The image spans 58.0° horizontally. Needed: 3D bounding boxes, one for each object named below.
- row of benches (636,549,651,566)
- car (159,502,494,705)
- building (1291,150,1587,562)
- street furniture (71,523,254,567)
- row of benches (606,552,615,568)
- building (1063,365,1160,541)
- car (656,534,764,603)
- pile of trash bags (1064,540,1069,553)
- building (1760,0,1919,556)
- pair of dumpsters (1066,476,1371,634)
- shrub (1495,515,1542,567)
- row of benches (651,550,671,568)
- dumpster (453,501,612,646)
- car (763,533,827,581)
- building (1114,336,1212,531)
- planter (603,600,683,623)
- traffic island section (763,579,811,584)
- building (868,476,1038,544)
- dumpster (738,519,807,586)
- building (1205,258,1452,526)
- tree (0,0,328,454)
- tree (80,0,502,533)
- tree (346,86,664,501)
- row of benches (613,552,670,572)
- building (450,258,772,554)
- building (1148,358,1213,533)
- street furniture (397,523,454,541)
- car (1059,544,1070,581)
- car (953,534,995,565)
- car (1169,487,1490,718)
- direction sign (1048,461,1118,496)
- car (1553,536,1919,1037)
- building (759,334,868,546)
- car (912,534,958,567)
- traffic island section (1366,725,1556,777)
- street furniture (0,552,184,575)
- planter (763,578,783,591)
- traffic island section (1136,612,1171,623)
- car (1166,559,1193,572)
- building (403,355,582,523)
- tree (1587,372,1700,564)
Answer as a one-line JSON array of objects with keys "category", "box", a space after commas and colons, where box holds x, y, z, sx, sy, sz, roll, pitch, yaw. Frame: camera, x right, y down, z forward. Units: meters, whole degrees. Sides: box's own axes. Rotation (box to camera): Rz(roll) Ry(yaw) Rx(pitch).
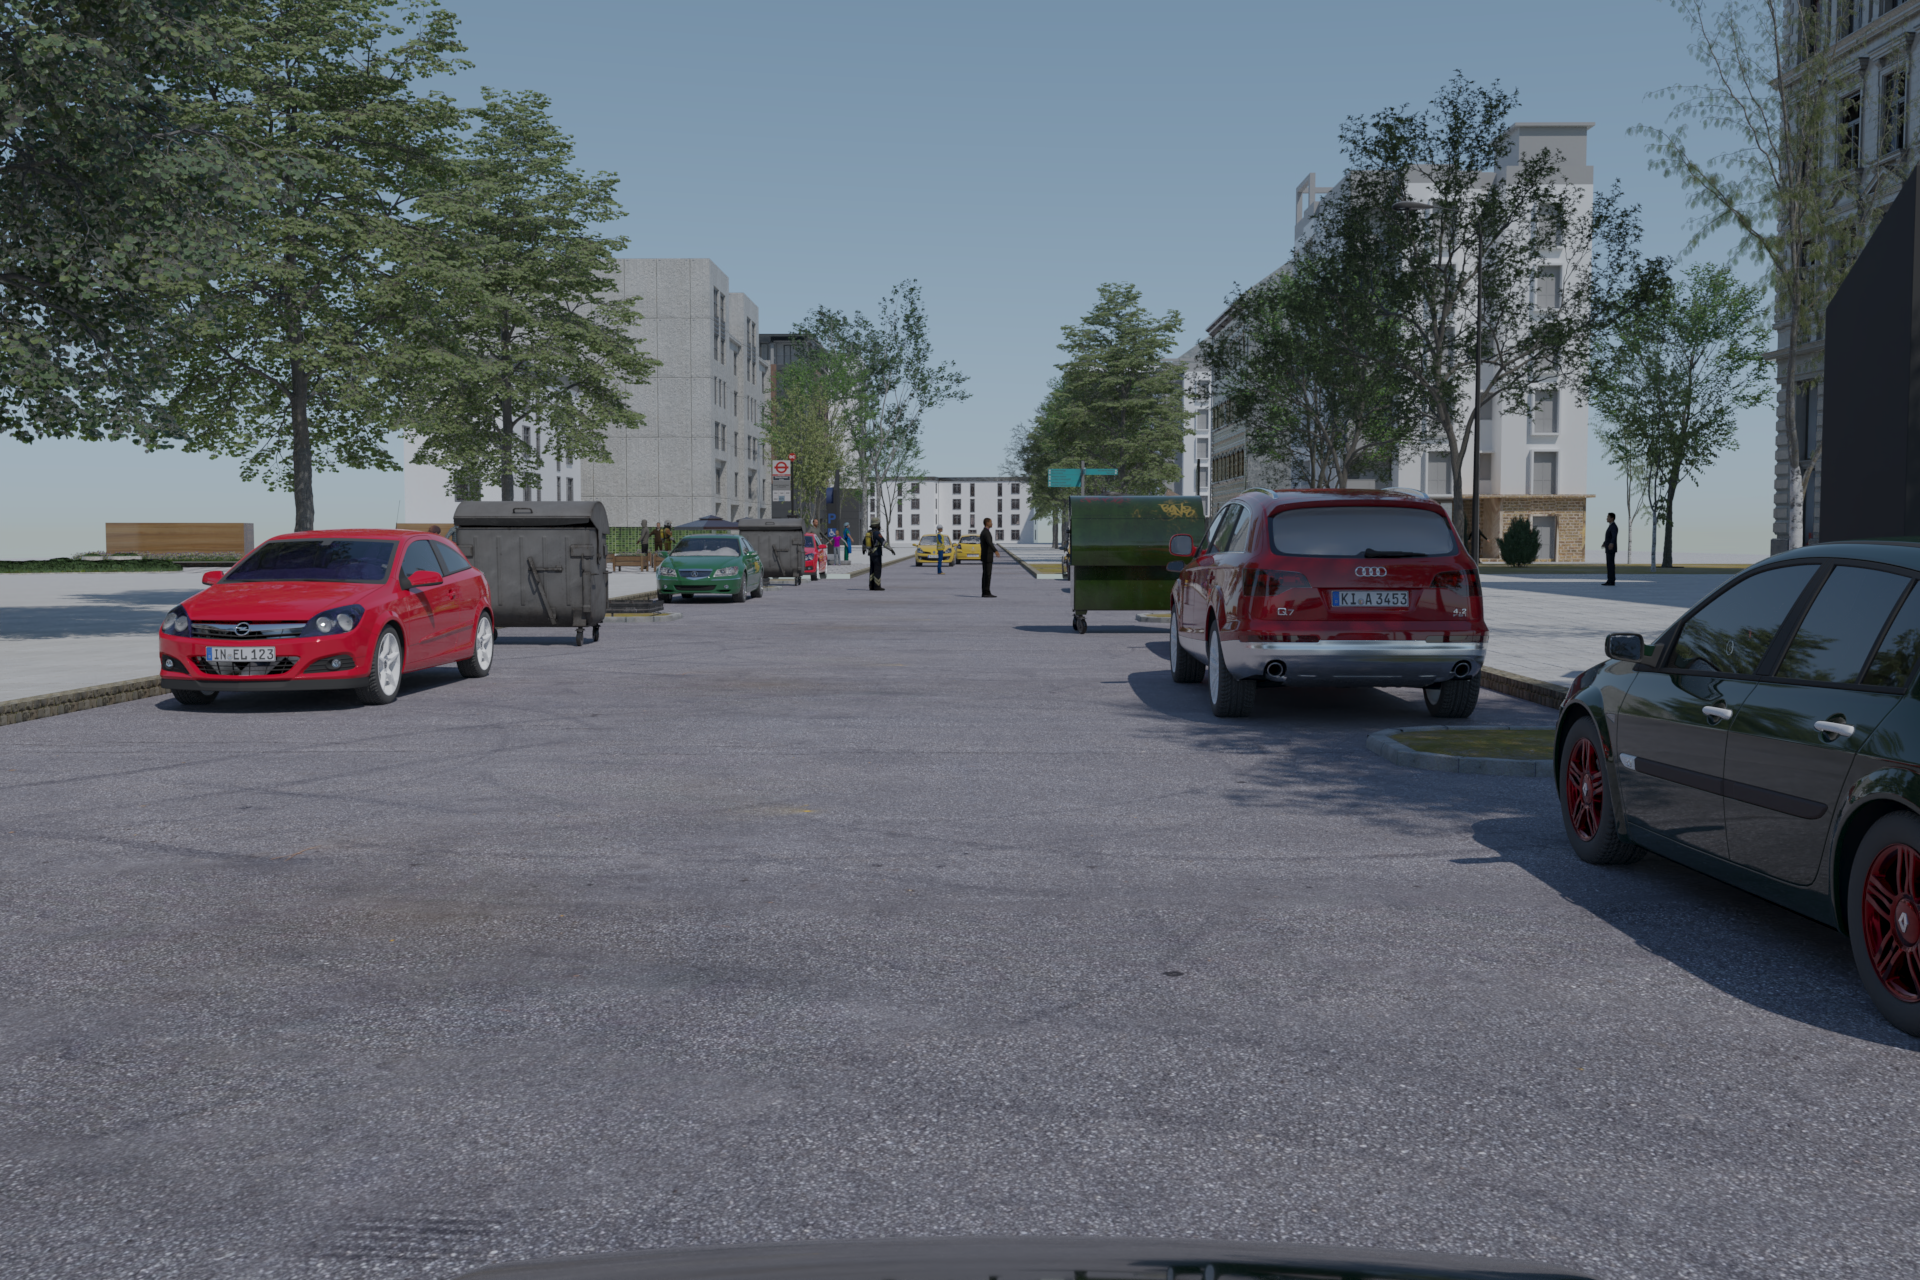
[{"category": "row of benches", "box": [-13.016, -3.413, 71.258, 1.422, 0.672, 4.104, -1, 4, -10]}, {"category": "car", "box": [-5.658, -0.418, 15.881, 2.155, 1.783, 4.494, 0, 4, 1]}, {"category": "building", "box": [22.910, -14.405, 91.934, 16.016, 20.090, 11.380, 0, 4, 0]}, {"category": "street furniture", "box": [-32.361, -3.782, 68.691, 9.812, 1.723, 11.010, -1, 4, -11]}, {"category": "row of benches", "box": [-13.698, -2.989, 64.326, 1.422, 0.672, 4.104, 0, 4, 7]}, {"category": "building", "box": [27.251, -23.322, 225.291, 27.936, 21.610, 32.646, 0, 4, 1]}, {"category": "car", "box": [-5.380, -1.581, 37.644, 2.131, 1.459, 4.920, 0, 4, 1]}, {"category": "pile of trash bags", "box": [5.176, -3.737, 70.851, 1.912, 1.369, 3.447, 0, 4, 1]}, {"category": "building", "box": [30.245, -13.280, 44.841, 11.050, 23.595, 19.941, 0, 4, 1]}, {"category": "pair of dumpsters", "box": [3.761, -1.240, 25.229, 4.436, 2.255, 1.574, 0, 4, 1]}, {"category": "shrub", "box": [21.584, -3.843, 66.875, 1.661, 2.075, 1.752, 0, 3, 0]}, {"category": "row of benches", "box": [-9.881, -3.104, 66.220, 4.104, 0.672, 1.422, -1, 4, -21]}, {"category": "dumpster", "box": [-5.560, -0.876, 22.544, 1.865, 1.857, 1.264, 0, 4, 1]}, {"category": "car", "box": [-5.212, -2.777, 54.449, 2.155, 1.783, 4.494, 0, 4, 1]}, {"category": "building", "box": [27.740, -22.473, 198.358, 19.493, 23.208, 18.063, 0, 4, 0]}, {"category": "planter", "box": [-5.724, -0.483, 29.036, 1.991, 0.319, 1.994, 0, 4, 1]}, {"category": "traffic island section", "box": [-5.434, -1.726, 51.083, 1.991, 0.108, 1.994, 0, 4, 1]}, {"category": "building", "box": [-2.994, -18.778, 251.626, 28.070, 9.664, 9.099, 1, 4, 9]}, {"category": "dumpster", "box": [-5.217, -2.440, 48.111, 1.865, 1.857, 1.264, 0, 4, 1]}, {"category": "building", "box": [27.655, -17.609, 118.836, 19.493, 23.208, 18.063, 0, 4, 1]}, {"category": "tree", "box": [-12.120, -6.900, 19.478, 9.857, 13.997, 8.962, 0, 3, 0]}, {"category": "tree", "box": [-11.901, -6.892, 30.813, 7.486, 12.596, 7.792, 0, 3, 0]}, {"category": "tree", "box": [-11.507, -7.711, 44.199, 7.486, 12.596, 7.792, 0, 3, 0]}, {"category": "row of benches", "box": [-9.899, -2.658, 58.921, 4.104, 0.672, 1.422, 0, 4, 8]}, {"category": "building", "box": [-24.179, -15.946, 127.175, 16.747, 18.905, 31.486, 0, 4, 1]}, {"category": "building", "box": [24.843, -19.972, 182.966, 16.016, 20.090, 11.380, 0, 4, 1]}, {"category": "street furniture", "box": [-20.026, -4.023, 72.626, 11.010, 1.723, 9.812, -1, 4, -15]}, {"category": "car", "box": [4.141, -2.732, 54.459, 2.009, 1.686, 4.222, 0, 3, 0]}, {"category": "car", "box": [0.646, -4.439, 82.805, 2.015, 1.641, 3.980, 0, 4, 1]}, {"category": "car", "box": [3.022, -0.390, 15.054, 2.281, 1.827, 5.304, 0, 4, 1]}, {"category": "direction sign", "box": [4.477, -4.517, 62.608, 2.525, 3.948, 1.411, 0, 4, 0]}, {"category": "car", "box": [3.547, 0.213, 6.305, 2.009, 1.686, 4.222, 0, 4, 1]}, {"category": "building", "box": [-25.353, -21.353, 193.102, 27.936, 21.610, 32.646, 0, 4, 1]}, {"category": "car", "box": [-1.093, -4.094, 77.165, 2.015, 1.641, 3.980, 0, 4, 1]}, {"category": "traffic island section", "box": [3.707, 0.714, 11.200, 1.991, 0.108, 1.994, 0, 4, 1]}, {"category": "street furniture", "box": [-30.976, -2.509, 56.647, 10.072, 0.657, 5.734, -3, 4, -38]}, {"category": "planter", "box": [-5.577, -1.415, 44.273, 1.991, 0.319, 1.994, 0, 4, 1]}, {"category": "traffic island section", "box": [3.941, -0.360, 28.747, 1.991, 0.108, 1.994, 0, 4, 0]}, {"category": "car", "box": [3.585, -0.708, 20.613, 2.155, 1.783, 4.494, 0, 4, 1]}, {"category": "building", "box": [-25.270, -9.371, 95.365, 9.099, 9.664, 28.070, 0, 4, 1]}, {"category": "tree", "box": [28.449, -7.555, 73.883, 4.360, 8.622, 3.978, 0, 3, 0]}]
